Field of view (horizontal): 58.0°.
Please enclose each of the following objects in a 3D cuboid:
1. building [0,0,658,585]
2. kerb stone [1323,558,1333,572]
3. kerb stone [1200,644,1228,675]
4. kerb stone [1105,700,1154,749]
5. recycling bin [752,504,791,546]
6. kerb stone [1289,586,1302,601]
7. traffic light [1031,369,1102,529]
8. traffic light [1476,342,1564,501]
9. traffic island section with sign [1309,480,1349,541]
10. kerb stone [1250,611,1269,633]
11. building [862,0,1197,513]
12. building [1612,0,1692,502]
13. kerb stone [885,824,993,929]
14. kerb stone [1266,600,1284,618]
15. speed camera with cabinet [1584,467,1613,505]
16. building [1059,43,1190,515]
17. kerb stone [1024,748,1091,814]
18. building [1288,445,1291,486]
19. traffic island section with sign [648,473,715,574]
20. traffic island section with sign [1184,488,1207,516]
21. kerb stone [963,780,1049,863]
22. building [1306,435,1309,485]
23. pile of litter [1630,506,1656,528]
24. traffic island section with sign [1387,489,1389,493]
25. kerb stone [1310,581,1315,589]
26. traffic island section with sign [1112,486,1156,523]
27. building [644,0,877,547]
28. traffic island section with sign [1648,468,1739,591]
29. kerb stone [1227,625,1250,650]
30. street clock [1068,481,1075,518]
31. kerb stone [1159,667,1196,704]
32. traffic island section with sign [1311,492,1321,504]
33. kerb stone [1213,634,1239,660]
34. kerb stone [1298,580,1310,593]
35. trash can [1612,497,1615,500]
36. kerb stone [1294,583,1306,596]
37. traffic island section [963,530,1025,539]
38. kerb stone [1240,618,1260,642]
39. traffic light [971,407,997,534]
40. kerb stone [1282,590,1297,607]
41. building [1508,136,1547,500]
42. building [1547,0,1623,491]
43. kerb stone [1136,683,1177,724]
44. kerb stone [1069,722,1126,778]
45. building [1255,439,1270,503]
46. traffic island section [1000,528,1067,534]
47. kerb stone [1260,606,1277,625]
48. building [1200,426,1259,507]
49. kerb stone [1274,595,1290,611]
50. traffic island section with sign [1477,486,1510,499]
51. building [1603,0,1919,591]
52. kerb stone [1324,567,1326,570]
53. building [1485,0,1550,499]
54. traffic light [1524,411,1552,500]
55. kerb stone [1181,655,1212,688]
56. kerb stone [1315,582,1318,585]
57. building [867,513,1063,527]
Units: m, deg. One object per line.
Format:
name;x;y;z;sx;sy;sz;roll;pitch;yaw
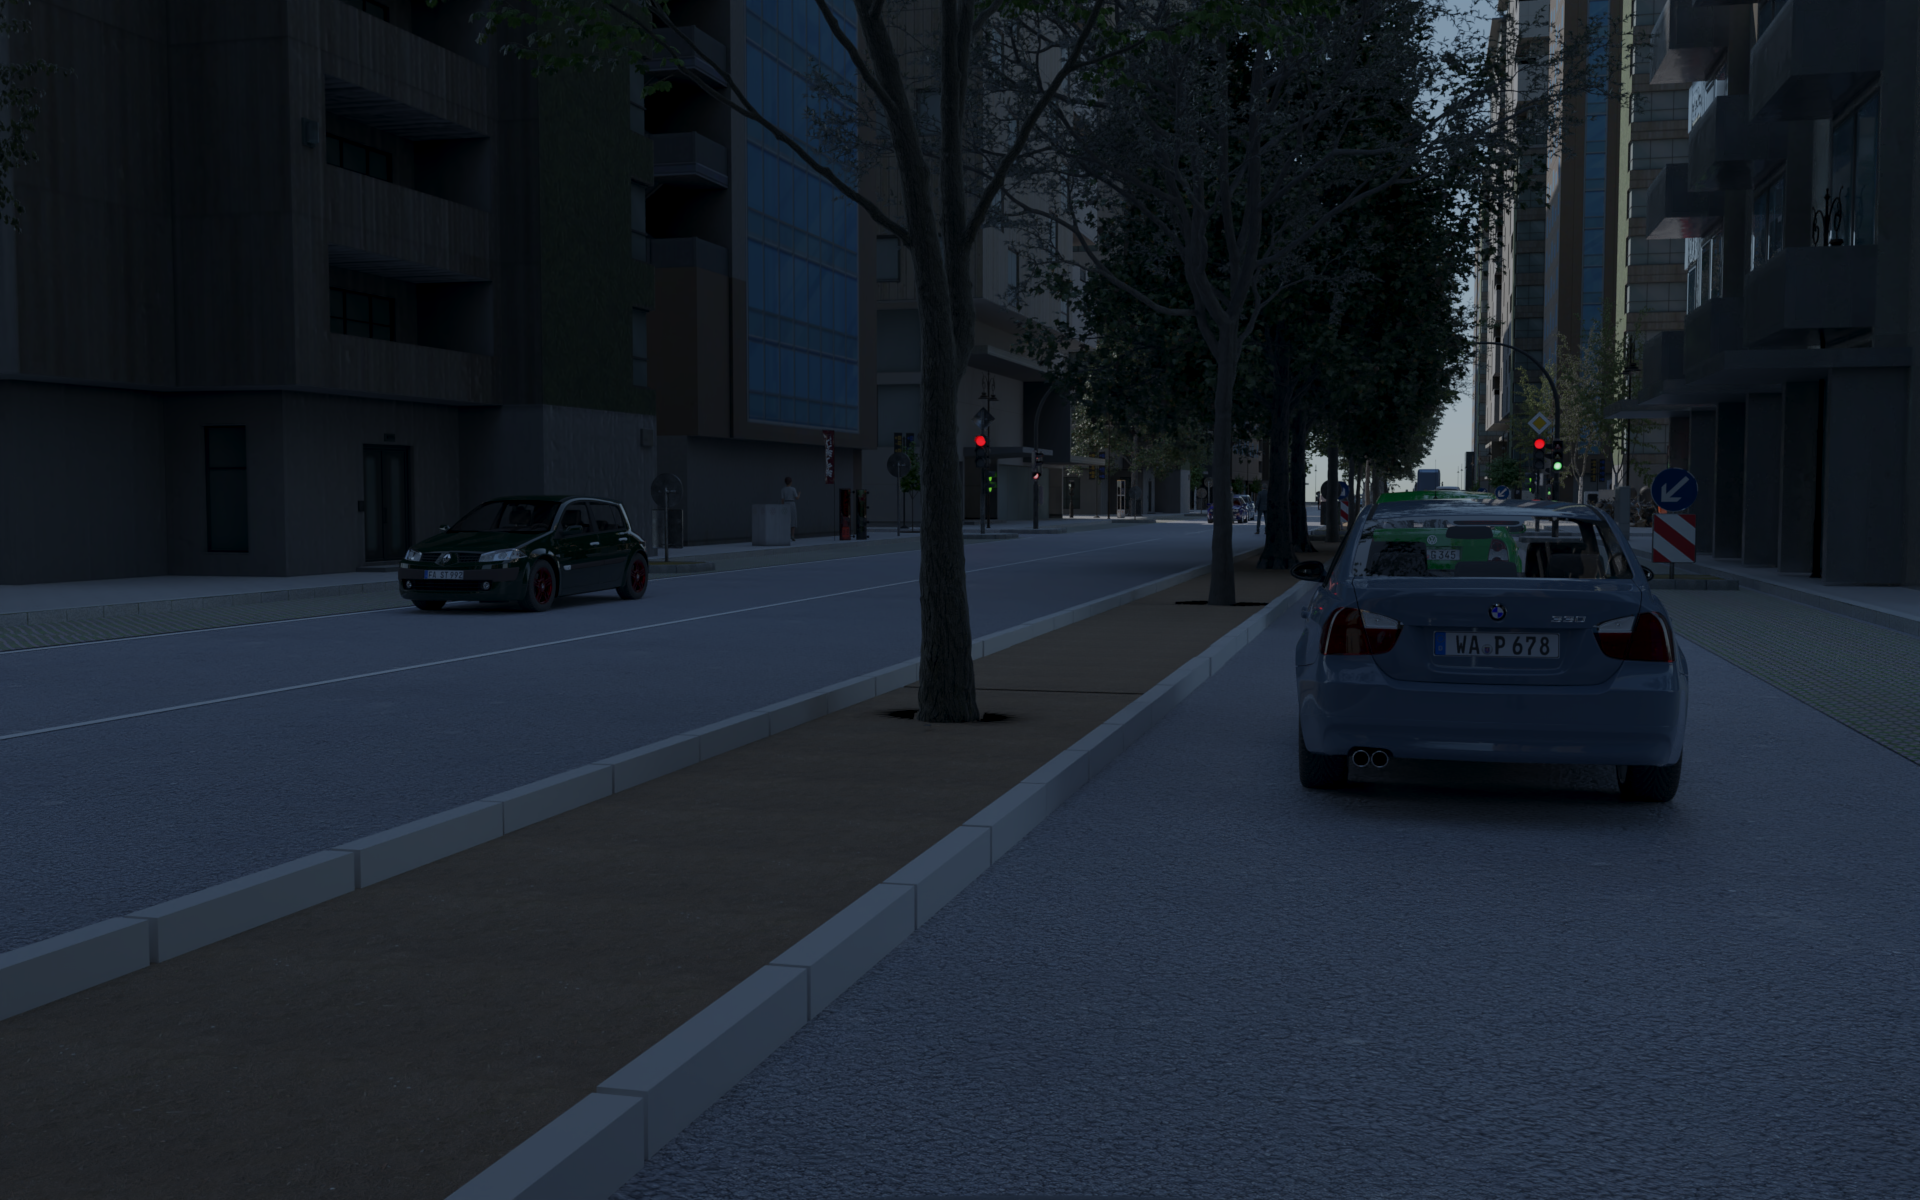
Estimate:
building;-14.780;-15.797;29.983;14.160;30.474;14.107;1;4;15
kerb stone;7.046;-0.658;32.958;0.120;0.150;1.000;1;4;15
kerb stone;2.047;0.494;14.113;0.120;0.150;1.000;1;4;15
kerb stone;0.986;0.736;10.163;0.120;0.150;1.000;1;4;15
recycling bin;-4.686;-1.861;42.974;0.722;1.027;0.722;-3;5;-39
kerb stone;4.416;-0.052;23.050;0.120;0.150;1.000;1;4;15
traffic light;4.846;-5.399;62.946;4.771;5.953;1.251;1;4;15
traffic light;15.586;-4.710;51.673;4.771;5.953;1.251;1;4;15
traffic island section with sign;11.370;-2.762;53.297;2.006;1.907;1.989;1;4;15
kerb stone;3.096;0.251;18.091;0.120;0.150;1.000;1;4;15
building;8.619;-34.488;153.110;28.713;52.752;27.495;1;4;15
building;44.312;-25.297;97.195;14.154;41.232;14.086;1;4;15
kerb stone;-0.070;0.979;6.195;0.120;0.150;1.000;1;4;15
kerb stone;3.626;0.130;20.081;0.120;0.150;1.000;1;4;15
speed camera with cabinet;40.676;-7.061;109.776;2.038;3.252;0.660;1;4;12
building;7.169;-20.858;112.725;14.160;30.474;14.107;1;4;15
kerb stone;0.454;0.858;8.186;0.120;0.150;1.000;1;4;15
building;36.088;-27.895;227.786;14.160;30.474;14.107;1;4;15
traffic island section with sign;-5.633;-1.430;32.004;1.989;1.847;2.006;1;4;15
traffic island section with sign;15.590;-6.307;111.742;1.989;1.847;2.006;1;4;15
kerb stone;0.195;0.918;7.194;0.120;0.150;1.000;1;4;15
building;42.130;-42.204;279.271;28.713;52.752;27.495;1;4;15
pile of litter;26.405;-3.236;66.873;1.176;0.858;1.719;2;4;31
traffic island section with sign;32.589;-7.642;133.079;2.006;1.907;1.989;1;4;15
kerb stone;5.205;-0.231;26.019;0.120;0.150;1.000;1;4;15
traffic island section with sign;8.652;-4.713;85.691;1.989;1.847;2.006;1;4;15
building;-11.285;-24.419;49.367;14.200;45.320;14.600;1;4;15
traffic island section with sign;10.786;-1.106;26.713;1.989;1.847;2.006;1;4;15
kerb stone;2.562;0.372;16.105;0.120;0.150;1.000;1;4;15
street clock;6.002;-5.420;93.181;0.358;2.002;0.471;-1;4;-12
kerb stone;1.511;0.615;12.139;0.120;0.150;1.000;1;4;15
traffic island section with sign;49.635;-14.138;239.777;1.989;1.847;2.006;1;4;15
kerb stone;2.298;0.434;15.107;0.120;0.150;1.000;1;4;15
kerb stone;4.935;-0.173;25.028;0.120;0.150;1.000;1;4;15
trash can;32.105;-4.441;84.258;0.748;1.137;0.748;0;3;0
kerb stone;4.675;-0.106;24.039;0.120;0.150;1.000;1;4;15
traffic island section;0.713;-2.055;55.877;2.009;0.180;2.903;1;4;15
kerb stone;2.834;0.312;17.098;0.120;0.150;1.000;1;4;15
traffic light;0.749;-4.086;55.732;0.839;4.253;0.868;1;4;15
kerb stone;4.158;0.010;22.061;0.120;0.150;1.000;1;4;15
building;52.083;-22.574;140.791;14.160;30.474;14.107;1;4;15
building;48.770;-28.811;121.168;14.600;45.320;14.200;1;4;15
kerb stone;1.249;0.677;11.151;0.120;0.150;1.000;1;4;15
kerb stone;0.721;0.798;9.173;0.120;0.150;1.000;1;4;15
building;28.496;-26.184;199.817;14.160;30.474;14.107;1;4;15
traffic island section;2.766;-2.527;63.594;2.009;0.180;2.903;1;4;15
kerb stone;3.360;0.197;19.088;0.120;0.150;1.000;1;4;15
building;24.604;-32.760;185.732;14.600;45.320;14.200;1;4;15
kerb stone;3.883;0.068;21.076;0.120;0.150;1.000;1;4;15
traffic island section with sign;25.301;-4.446;81.313;1.989;1.847;2.006;1;4;15
building;24.295;-24.969;27.850;23.786;49.044;30.456;1;4;15
kerb stone;5.999;-0.414;29.005;0.120;0.150;1.000;1;4;15
building;71.207;-36.493;185.894;28.713;52.752;27.495;1;4;15
traffic light;19.683;-4.286;58.993;0.839;4.253;0.868;1;4;15
kerb stone;1.772;0.555;13.128;0.120;0.150;1.000;1;4;15
kerb stone;5.466;-0.292;27.013;0.120;0.150;1.000;1;4;15
building;-8.764;-30.013;79.953;28.713;52.752;27.495;1;4;15
